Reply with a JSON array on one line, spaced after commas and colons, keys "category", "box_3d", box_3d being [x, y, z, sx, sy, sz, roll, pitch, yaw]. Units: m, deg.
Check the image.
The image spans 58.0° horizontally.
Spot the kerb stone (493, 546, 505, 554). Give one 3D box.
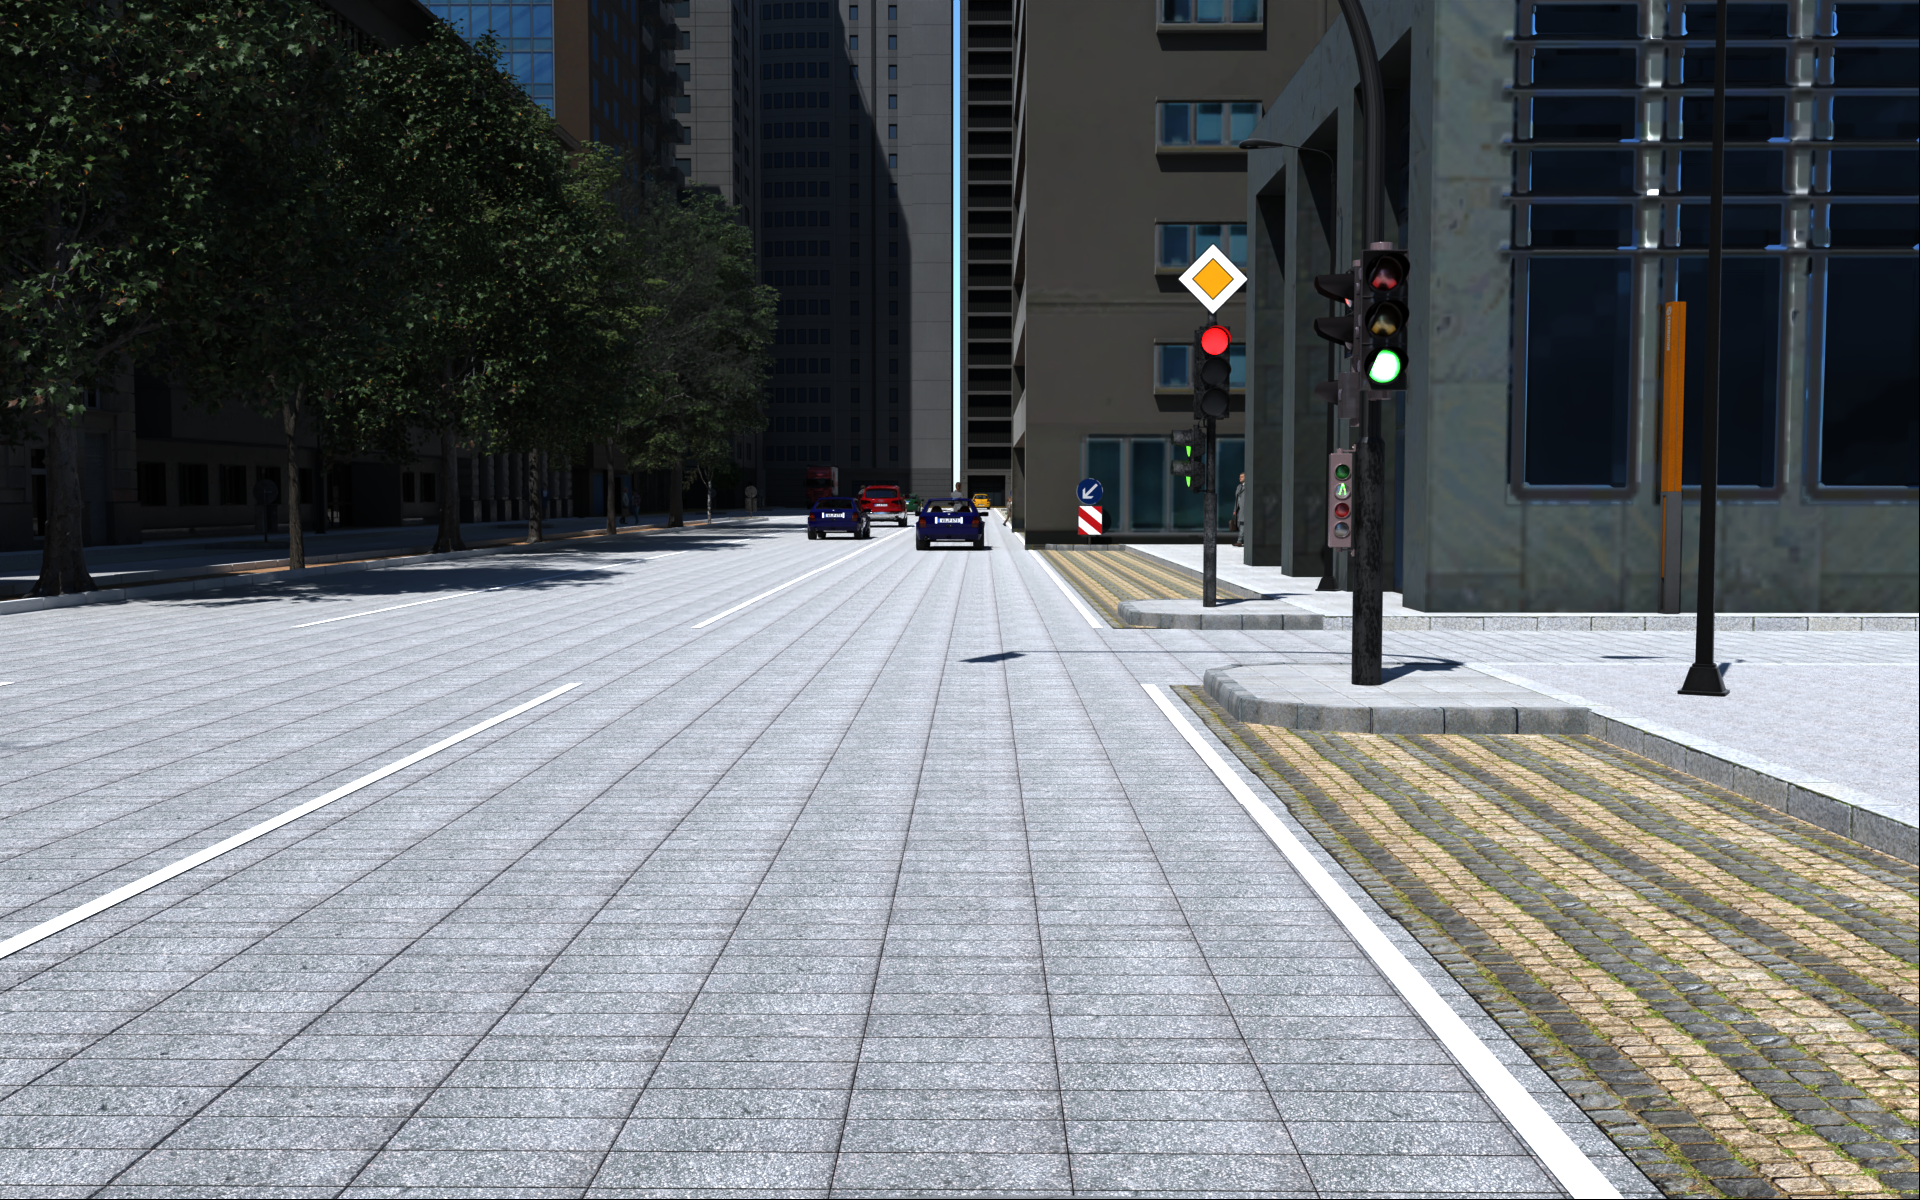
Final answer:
[{"category": "kerb stone", "box_3d": [-11.143, -1.165, 41.393, 0.120, 0.150, 1.000, 0, 4, 1]}]

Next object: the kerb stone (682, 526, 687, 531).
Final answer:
[{"category": "kerb stone", "box_3d": [-10.814, -2.737, 67.049, 0.120, 0.150, 1.000, 0, 4, 1]}]

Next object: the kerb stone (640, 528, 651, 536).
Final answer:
[{"category": "kerb stone", "box_3d": [-10.912, -2.304, 59.859, 0.120, 0.150, 1.000, 0, 4, 1]}]

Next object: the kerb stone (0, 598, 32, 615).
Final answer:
[{"category": "kerb stone", "box_3d": [-11.400, 0.079, 20.920, 0.120, 0.150, 1.000, 0, 4, 1]}]

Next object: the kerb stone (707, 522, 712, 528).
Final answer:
[{"category": "kerb stone", "box_3d": [-10.744, -3.117, 73.224, 0.120, 0.150, 1.000, 0, 4, 1]}]

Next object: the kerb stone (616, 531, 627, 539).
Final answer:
[{"category": "kerb stone", "box_3d": [-10.964, -2.049, 55.746, 0.120, 0.150, 1.000, 0, 4, 1]}]

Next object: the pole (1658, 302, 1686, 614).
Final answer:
[{"category": "pole", "box_3d": [7.602, -1.507, 18.490, 0.158, 3.312, 0.155, 0, 3, 0]}]

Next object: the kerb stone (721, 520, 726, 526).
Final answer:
[{"category": "kerb stone", "box_3d": [-10.690, -3.372, 77.320, 0.120, 0.150, 1.000, 0, 4, 1]}]

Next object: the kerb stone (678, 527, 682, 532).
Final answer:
[{"category": "kerb stone", "box_3d": [-10.834, -2.681, 66.026, 0.120, 0.150, 1.000, 0, 4, 1]}]

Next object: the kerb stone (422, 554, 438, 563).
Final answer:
[{"category": "kerb stone", "box_3d": [-11.209, -0.861, 36.278, 0.120, 0.150, 1.000, 0, 4, 1]}]

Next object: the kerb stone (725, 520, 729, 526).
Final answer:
[{"category": "kerb stone", "box_3d": [-10.679, -3.434, 78.342, 0.120, 0.150, 1.000, 0, 4, 1]}]

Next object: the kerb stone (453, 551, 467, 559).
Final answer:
[{"category": "kerb stone", "box_3d": [-11.183, -0.987, 38.326, 0.120, 0.150, 1.000, 0, 4, 1]}]

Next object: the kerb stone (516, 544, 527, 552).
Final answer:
[{"category": "kerb stone", "box_3d": [-11.112, -1.297, 43.439, 0.120, 0.150, 1.000, 0, 4, 1]}]

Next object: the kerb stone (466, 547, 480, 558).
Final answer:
[{"category": "kerb stone", "box_3d": [-11.172, -1.047, 39.349, 0.120, 0.150, 1.000, 0, 4, 1]}]

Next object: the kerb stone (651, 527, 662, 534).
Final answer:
[{"category": "kerb stone", "box_3d": [-10.888, -2.426, 61.910, 0.120, 0.150, 1.000, 0, 4, 1]}]

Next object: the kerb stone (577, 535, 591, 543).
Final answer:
[{"category": "kerb stone", "box_3d": [-11.028, -1.738, 50.607, 0.120, 0.150, 1.000, 0, 4, 1]}]

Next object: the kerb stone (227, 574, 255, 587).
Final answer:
[{"category": "kerb stone", "box_3d": [-11.332, -0.298, 27.064, 0.120, 0.150, 1.000, 0, 4, 1]}]

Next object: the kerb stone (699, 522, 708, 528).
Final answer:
[{"category": "kerb stone", "box_3d": [-10.746, -3.053, 72.190, 0.120, 0.150, 1.000, 0, 4, 1]}]

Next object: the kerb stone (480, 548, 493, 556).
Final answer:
[{"category": "kerb stone", "box_3d": [-11.157, -1.112, 40.371, 0.120, 0.150, 1.000, 0, 4, 1]}]

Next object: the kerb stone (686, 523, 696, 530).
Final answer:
[{"category": "kerb stone", "box_3d": [-10.797, -2.870, 69.112, 0.120, 0.150, 1.000, 0, 4, 1]}]

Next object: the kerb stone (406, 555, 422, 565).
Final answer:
[{"category": "kerb stone", "box_3d": [-11.218, -0.799, 35.256, 0.120, 0.150, 1.000, 0, 4, 1]}]

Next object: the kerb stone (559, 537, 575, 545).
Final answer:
[{"category": "kerb stone", "box_3d": [-11.057, -1.613, 48.563, 0.120, 0.150, 1.000, 0, 4, 1]}]

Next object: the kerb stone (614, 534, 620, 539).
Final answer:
[{"category": "kerb stone", "box_3d": [-10.973, -1.986, 54.724, 0.120, 0.150, 1.000, 0, 4, 1]}]

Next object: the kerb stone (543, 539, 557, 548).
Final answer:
[{"category": "kerb stone", "box_3d": [-11.075, -1.482, 46.511, 0.120, 0.150, 1.000, 0, 4, 1]}]

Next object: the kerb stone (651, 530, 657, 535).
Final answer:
[{"category": "kerb stone", "box_3d": [-10.904, -2.366, 60.881, 0.120, 0.150, 1.000, 0, 4, 1]}]

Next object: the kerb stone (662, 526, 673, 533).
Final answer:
[{"category": "kerb stone", "box_3d": [-10.860, -2.548, 63.958, 0.120, 0.150, 1.000, 0, 4, 1]}]

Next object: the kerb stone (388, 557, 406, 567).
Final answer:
[{"category": "kerb stone", "box_3d": [-11.232, -0.735, 34.225, 0.120, 0.150, 1.000, 0, 4, 1]}]

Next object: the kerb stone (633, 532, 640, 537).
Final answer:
[{"category": "kerb stone", "box_3d": [-10.935, -2.178, 57.804, 0.120, 0.150, 1.000, 0, 4, 1]}]

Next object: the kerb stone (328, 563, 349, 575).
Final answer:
[{"category": "kerb stone", "box_3d": [-11.272, -0.548, 31.154, 0.120, 0.150, 1.000, 0, 4, 1]}]

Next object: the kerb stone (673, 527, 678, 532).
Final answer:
[{"category": "kerb stone", "box_3d": [-10.844, -2.615, 64.995, 0.120, 0.150, 1.000, 0, 4, 1]}]

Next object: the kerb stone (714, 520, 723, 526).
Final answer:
[{"category": "kerb stone", "box_3d": [-10.700, -3.309, 76.293, 0.120, 0.150, 1.000, 0, 4, 1]}]

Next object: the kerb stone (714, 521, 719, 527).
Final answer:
[{"category": "kerb stone", "box_3d": [-10.715, -3.246, 75.271, 0.120, 0.150, 1.000, 0, 4, 1]}]

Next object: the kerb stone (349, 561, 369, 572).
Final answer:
[{"category": "kerb stone", "box_3d": [-11.263, -0.611, 32.181, 0.120, 0.150, 1.000, 0, 4, 1]}]

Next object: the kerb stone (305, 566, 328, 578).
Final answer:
[{"category": "kerb stone", "box_3d": [-11.291, -0.485, 30.132, 0.120, 0.150, 1.000, 0, 4, 1]}]

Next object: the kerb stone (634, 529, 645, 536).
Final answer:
[{"category": "kerb stone", "box_3d": [-10.927, -2.241, 58.829, 0.120, 0.150, 1.000, 0, 4, 1]}]

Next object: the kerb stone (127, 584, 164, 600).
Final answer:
[{"category": "kerb stone", "box_3d": [-11.366, -0.106, 23.991, 0.120, 0.150, 1.000, 0, 4, 1]}]

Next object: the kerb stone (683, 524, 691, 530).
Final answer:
[{"category": "kerb stone", "box_3d": [-10.805, -2.804, 68.081, 0.120, 0.150, 1.000, 0, 4, 1]}]

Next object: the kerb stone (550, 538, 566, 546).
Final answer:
[{"category": "kerb stone", "box_3d": [-11.061, -1.550, 47.540, 0.120, 0.150, 1.000, 0, 4, 1]}]

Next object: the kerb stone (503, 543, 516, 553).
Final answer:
[{"category": "kerb stone", "box_3d": [-11.137, -1.236, 42.417, 0.120, 0.150, 1.000, 0, 4, 1]}]

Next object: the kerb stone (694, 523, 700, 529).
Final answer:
[{"category": "kerb stone", "box_3d": [-10.778, -2.933, 70.143, 0.120, 0.150, 1.000, 0, 4, 1]}]

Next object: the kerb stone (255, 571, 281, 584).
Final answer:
[{"category": "kerb stone", "box_3d": [-11.311, -0.360, 28.086, 0.120, 0.150, 1.000, 0, 4, 1]}]

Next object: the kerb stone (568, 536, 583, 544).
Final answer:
[{"category": "kerb stone", "box_3d": [-11.046, -1.671, 49.585, 0.120, 0.150, 1.000, 0, 4, 1]}]

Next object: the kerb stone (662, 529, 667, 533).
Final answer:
[{"category": "kerb stone", "box_3d": [-10.874, -2.485, 62.936, 0.120, 0.150, 1.000, 0, 4, 1]}]

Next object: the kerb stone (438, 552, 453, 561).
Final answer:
[{"category": "kerb stone", "box_3d": [-11.196, -0.924, 37.304, 0.120, 0.150, 1.000, 0, 4, 1]}]

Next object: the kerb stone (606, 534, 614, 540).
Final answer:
[{"category": "kerb stone", "box_3d": [-10.986, -1.927, 53.702, 0.120, 0.150, 1.000, 0, 4, 1]}]

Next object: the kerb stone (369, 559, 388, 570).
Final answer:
[{"category": "kerb stone", "box_3d": [-11.245, -0.673, 33.203, 0.120, 0.150, 1.000, 0, 4, 1]}]

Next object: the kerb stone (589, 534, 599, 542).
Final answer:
[{"category": "kerb stone", "box_3d": [-11.017, -1.796, 51.638, 0.120, 0.150, 1.000, 0, 4, 1]}]

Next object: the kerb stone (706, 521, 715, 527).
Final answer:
[{"category": "kerb stone", "box_3d": [-10.729, -3.184, 74.246, 0.120, 0.150, 1.000, 0, 4, 1]}]

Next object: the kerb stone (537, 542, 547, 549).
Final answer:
[{"category": "kerb stone", "box_3d": [-11.098, -1.423, 45.483, 0.120, 0.150, 1.000, 0, 4, 1]}]

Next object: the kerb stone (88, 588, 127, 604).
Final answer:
[{"category": "kerb stone", "box_3d": [-11.385, -0.047, 22.965, 0.120, 0.150, 1.000, 0, 4, 1]}]

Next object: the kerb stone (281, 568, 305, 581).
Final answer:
[{"category": "kerb stone", "box_3d": [-11.301, -0.422, 29.109, 0.120, 0.150, 1.000, 0, 4, 1]}]

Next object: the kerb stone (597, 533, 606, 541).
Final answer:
[{"category": "kerb stone", "box_3d": [-11.006, -1.864, 52.677, 0.120, 0.150, 1.000, 0, 4, 1]}]

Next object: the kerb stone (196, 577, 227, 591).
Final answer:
[{"category": "kerb stone", "box_3d": [-11.344, -0.235, 26.042, 0.120, 0.150, 1.000, 0, 4, 1]}]

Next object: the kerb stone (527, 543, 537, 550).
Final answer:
[{"category": "kerb stone", "box_3d": [-11.105, -1.353, 44.462, 0.120, 0.150, 1.000, 0, 4, 1]}]

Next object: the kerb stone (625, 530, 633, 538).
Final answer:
[{"category": "kerb stone", "box_3d": [-10.950, -2.114, 56.771, 0.120, 0.150, 1.000, 0, 4, 1]}]

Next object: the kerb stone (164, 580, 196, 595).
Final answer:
[{"category": "kerb stone", "box_3d": [-11.359, -0.170, 25.013, 0.120, 0.150, 1.000, 0, 4, 1]}]

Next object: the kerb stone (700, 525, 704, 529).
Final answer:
[{"category": "kerb stone", "box_3d": [-10.768, -2.995, 71.165, 0.120, 0.150, 1.000, 0, 4, 1]}]

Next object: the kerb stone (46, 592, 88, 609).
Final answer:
[{"category": "kerb stone", "box_3d": [-11.394, 0.021, 21.943, 0.120, 0.150, 1.000, 0, 4, 1]}]
